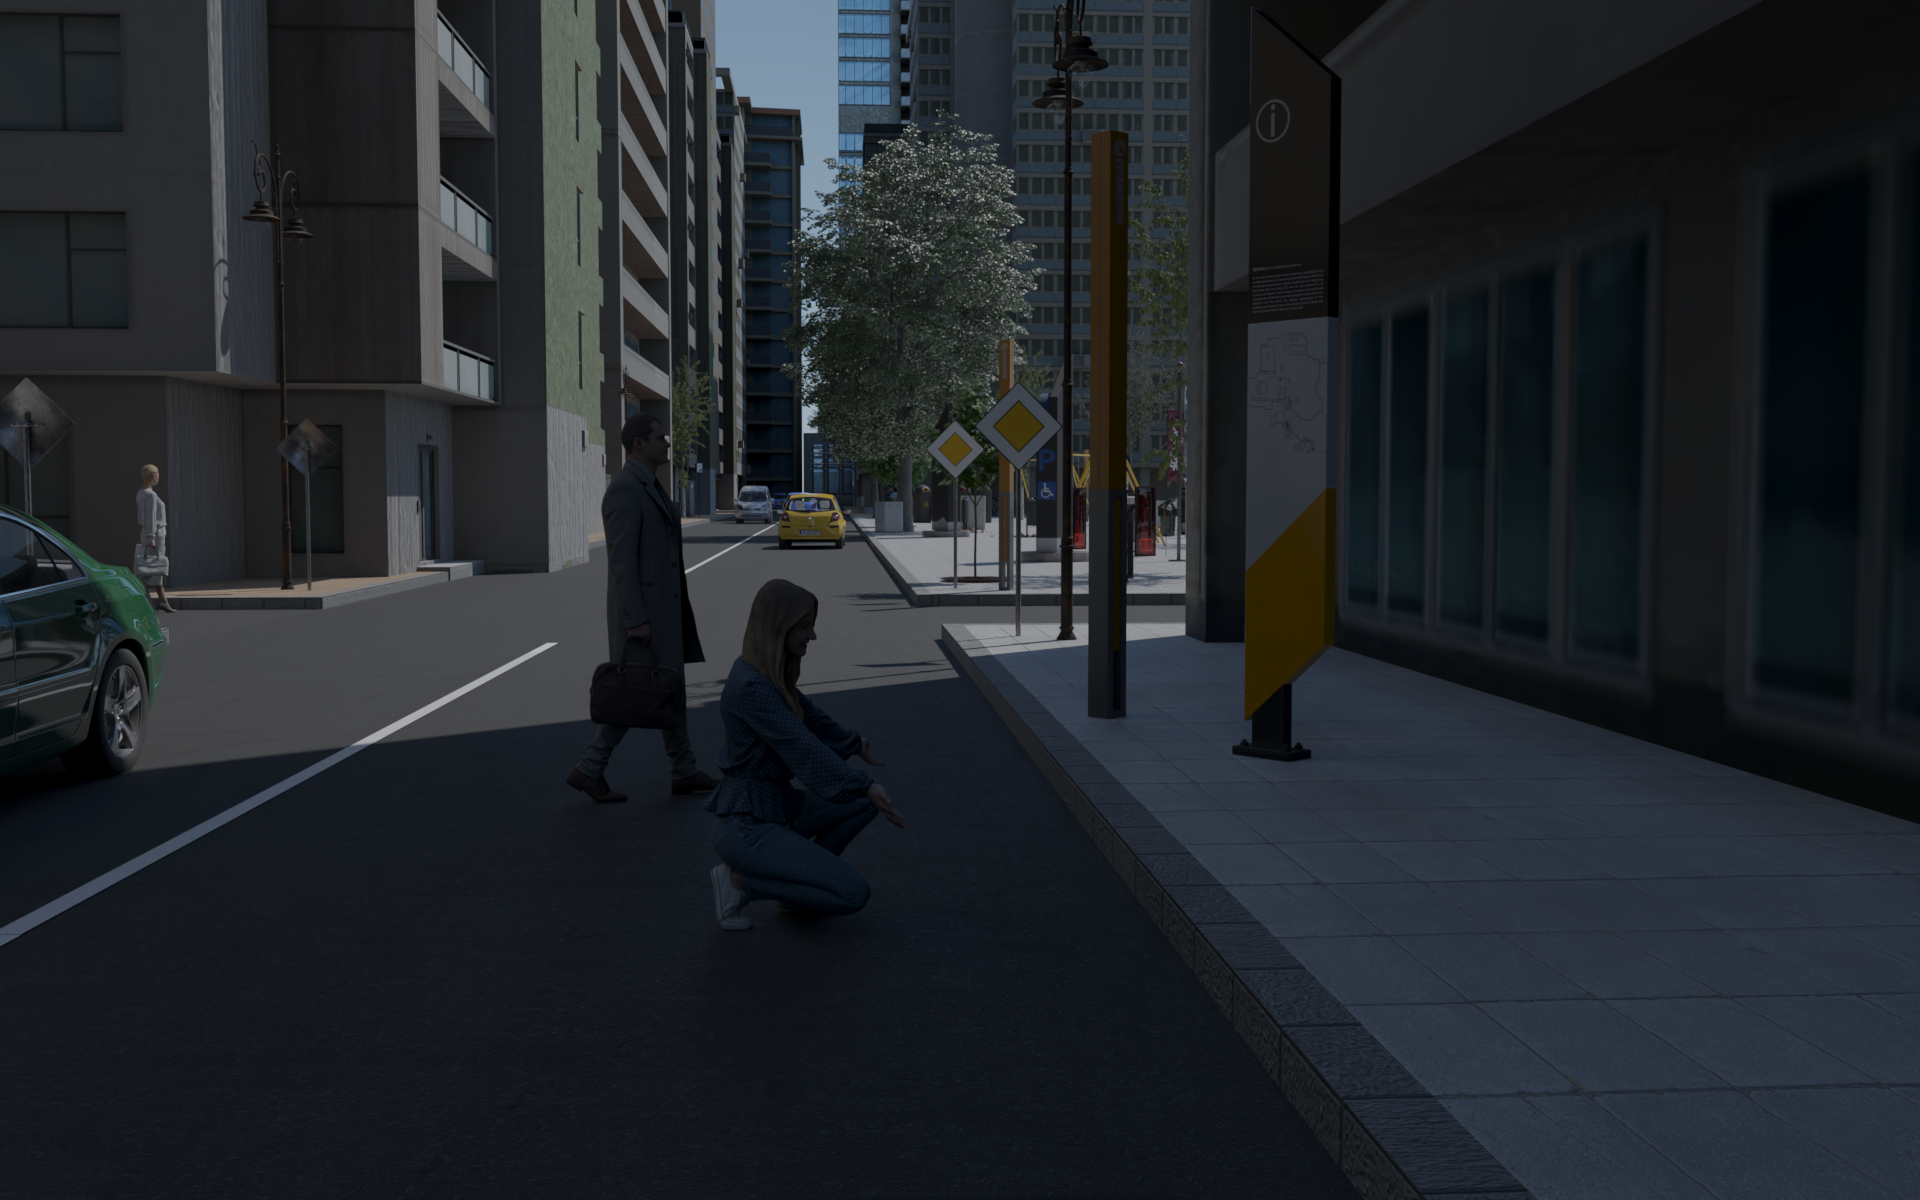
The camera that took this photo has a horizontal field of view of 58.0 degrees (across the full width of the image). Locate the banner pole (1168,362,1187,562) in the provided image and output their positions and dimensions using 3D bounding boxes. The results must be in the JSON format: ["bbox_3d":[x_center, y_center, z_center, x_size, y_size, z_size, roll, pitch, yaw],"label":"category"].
[{"bbox_3d":[4.303,-2.636,33.118,0.401,3.779,0.863,2,4,34],"label":"banner pole"}]

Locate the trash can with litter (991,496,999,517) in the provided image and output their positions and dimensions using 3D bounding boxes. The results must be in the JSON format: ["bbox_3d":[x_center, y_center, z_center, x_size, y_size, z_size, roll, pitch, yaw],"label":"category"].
[{"bbox_3d":[1.916,-5.281,97.738,0.624,1.170,1.055,3,4,38],"label":"trash can with litter"}]

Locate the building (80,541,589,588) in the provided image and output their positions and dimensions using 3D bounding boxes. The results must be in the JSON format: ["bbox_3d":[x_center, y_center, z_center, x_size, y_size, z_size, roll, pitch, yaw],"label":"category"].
[{"bbox_3d":[-14.354,-21.069,28.067,14.154,41.232,14.086,0,4,-4],"label":"building"}]

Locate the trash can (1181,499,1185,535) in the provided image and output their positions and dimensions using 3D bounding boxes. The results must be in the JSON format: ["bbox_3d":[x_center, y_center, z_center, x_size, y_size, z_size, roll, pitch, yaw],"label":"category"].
[{"bbox_3d":[7.204,-2.630,54.648,0.748,1.137,0.748,0,3,0],"label":"trash can"}]

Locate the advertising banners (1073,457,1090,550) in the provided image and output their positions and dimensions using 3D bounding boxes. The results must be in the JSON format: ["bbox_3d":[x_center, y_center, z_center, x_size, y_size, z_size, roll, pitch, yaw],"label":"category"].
[{"bbox_3d":[2.723,-2.683,40.055,2.074,3.025,0.090,-3,5,-40],"label":"advertising banners"}]

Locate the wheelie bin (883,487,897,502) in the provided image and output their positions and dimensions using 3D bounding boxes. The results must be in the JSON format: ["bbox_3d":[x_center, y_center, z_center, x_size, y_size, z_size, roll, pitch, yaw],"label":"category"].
[{"bbox_3d":[-3.153,-4.451,80.678,0.980,1.594,0.693,3,5,43],"label":"wheelie bin"}]

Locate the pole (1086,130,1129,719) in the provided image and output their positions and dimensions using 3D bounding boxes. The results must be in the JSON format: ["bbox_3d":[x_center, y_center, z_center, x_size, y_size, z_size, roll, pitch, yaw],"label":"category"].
[{"bbox_3d":[0.846,-0.980,9.872,0.158,3.312,0.155,0,3,0],"label":"pole"}]

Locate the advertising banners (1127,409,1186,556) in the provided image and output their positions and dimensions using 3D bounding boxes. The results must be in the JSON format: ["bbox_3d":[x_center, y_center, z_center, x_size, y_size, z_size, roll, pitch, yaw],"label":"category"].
[{"bbox_3d":[3.795,-2.416,35.684,2.074,3.025,0.090,-1,4,-20],"label":"advertising banners"}]

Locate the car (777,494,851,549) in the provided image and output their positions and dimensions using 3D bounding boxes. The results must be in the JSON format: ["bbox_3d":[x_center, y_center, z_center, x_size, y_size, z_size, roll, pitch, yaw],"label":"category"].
[{"bbox_3d":[-3.951,-2.222,46.549,2.015,1.641,3.980,0,4,-3],"label":"car"}]

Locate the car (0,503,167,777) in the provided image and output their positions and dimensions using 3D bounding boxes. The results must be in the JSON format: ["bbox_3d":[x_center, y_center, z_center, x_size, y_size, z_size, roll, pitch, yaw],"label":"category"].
[{"bbox_3d":[-5.084,0.265,7.459,2.131,1.459,4.920,0,4,-4],"label":"car"}]

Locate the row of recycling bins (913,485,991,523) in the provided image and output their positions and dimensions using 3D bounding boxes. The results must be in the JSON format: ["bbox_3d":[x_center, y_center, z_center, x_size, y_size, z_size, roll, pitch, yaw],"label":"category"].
[{"bbox_3d":[-0.355,-4.288,77.214,3.534,1.692,1.069,0,4,2],"label":"row of recycling bins"}]

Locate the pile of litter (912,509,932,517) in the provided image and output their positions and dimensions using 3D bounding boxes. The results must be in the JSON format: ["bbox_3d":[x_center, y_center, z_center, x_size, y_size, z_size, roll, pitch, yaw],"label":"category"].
[{"bbox_3d":[-1.845,-5.166,98.429,1.719,0.858,1.176,3,4,36],"label":"pile of litter"}]

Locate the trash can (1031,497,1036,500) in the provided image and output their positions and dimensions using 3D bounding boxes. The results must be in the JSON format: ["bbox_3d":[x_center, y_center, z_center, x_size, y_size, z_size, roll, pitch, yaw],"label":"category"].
[{"bbox_3d":[4.131,-5.256,97.589,0.748,1.137,0.748,0,3,0],"label":"trash can"}]

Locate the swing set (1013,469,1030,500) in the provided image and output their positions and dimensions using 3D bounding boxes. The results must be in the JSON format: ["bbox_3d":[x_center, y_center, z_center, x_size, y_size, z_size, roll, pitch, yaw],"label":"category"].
[{"bbox_3d":[3.633,-4.916,77.999,3.119,2.851,2.862,3,4,37],"label":"swing set"}]

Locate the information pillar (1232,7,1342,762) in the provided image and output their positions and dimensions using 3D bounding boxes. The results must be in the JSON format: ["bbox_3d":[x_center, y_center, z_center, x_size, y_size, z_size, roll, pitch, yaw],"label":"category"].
[{"bbox_3d":[1.578,-1.036,8.297,0.183,3.616,0.504,-3,5,-42],"label":"information pillar"}]

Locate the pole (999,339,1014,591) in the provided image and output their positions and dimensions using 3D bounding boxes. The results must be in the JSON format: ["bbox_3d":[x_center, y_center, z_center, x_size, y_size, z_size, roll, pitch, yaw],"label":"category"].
[{"bbox_3d":[0.615,-1.783,22.996,0.158,3.312,0.155,0,3,0],"label":"pole"}]

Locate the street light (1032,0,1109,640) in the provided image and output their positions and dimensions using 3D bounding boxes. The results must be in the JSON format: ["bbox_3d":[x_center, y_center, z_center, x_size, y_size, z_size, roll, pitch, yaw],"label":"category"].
[{"bbox_3d":[0.940,-2.587,15.090,0.468,5.910,1.993,0,4,-4],"label":"street light"}]

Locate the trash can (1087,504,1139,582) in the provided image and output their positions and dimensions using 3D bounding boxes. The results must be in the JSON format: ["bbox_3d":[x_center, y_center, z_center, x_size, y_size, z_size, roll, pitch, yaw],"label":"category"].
[{"bbox_3d":[2.227,-0.829,25.206,0.748,1.137,0.748,0,3,0],"label":"trash can"}]

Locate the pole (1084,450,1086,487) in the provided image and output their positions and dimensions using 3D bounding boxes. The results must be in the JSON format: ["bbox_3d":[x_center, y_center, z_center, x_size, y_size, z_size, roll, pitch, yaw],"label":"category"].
[{"bbox_3d":[5.815,-5.260,79.844,0.158,3.312,0.155,0,3,0],"label":"pole"}]

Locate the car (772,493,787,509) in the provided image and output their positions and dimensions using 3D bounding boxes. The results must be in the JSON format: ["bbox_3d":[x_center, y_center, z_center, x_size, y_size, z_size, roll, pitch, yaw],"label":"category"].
[{"bbox_3d":[-16.820,-9.296,161.581,1.945,1.707,3.694,0,4,-4],"label":"car"}]

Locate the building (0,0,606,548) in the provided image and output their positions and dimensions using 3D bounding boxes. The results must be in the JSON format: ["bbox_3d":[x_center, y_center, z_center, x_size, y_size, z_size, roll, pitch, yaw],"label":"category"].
[{"bbox_3d":[-18.442,-22.402,49.870,14.154,41.232,14.086,0,4,-4],"label":"building"}]

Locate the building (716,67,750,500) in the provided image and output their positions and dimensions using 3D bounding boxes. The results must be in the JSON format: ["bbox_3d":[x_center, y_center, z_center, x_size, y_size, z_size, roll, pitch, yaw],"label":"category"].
[{"bbox_3d":[-31.261,-28.364,155.632,23.993,40.220,32.217,0,4,-4],"label":"building"}]

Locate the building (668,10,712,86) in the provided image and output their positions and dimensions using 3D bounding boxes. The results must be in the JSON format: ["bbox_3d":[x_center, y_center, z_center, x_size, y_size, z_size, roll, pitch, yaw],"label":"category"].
[{"bbox_3d":[-22.357,-20.335,104.182,14.160,30.474,14.107,0,4,-4],"label":"building"}]

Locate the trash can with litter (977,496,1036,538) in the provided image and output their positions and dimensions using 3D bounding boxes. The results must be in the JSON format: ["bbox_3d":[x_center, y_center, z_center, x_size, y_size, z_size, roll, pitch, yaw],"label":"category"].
[{"bbox_3d":[1.947,-2.487,51.723,2.233,1.210,1.678,3,4,38],"label":"trash can with litter"}]

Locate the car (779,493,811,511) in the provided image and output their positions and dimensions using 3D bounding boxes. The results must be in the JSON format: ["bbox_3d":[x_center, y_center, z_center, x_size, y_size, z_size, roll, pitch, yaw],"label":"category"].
[{"bbox_3d":[-7.652,-4.470,82.668,1.945,1.707,3.694,0,4,-6],"label":"car"}]

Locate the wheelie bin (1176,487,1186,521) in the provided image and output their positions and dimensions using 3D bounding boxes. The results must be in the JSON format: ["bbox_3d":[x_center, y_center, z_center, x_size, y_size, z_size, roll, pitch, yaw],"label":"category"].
[{"bbox_3d":[10.172,-4.271,77.734,0.980,1.594,0.693,1,4,9],"label":"wheelie bin"}]

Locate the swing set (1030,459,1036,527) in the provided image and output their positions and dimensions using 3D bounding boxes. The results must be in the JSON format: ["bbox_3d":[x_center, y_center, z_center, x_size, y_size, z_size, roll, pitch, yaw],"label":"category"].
[{"bbox_3d":[4.898,-4.342,68.608,2.862,2.851,3.119,2,4,31],"label":"swing set"}]

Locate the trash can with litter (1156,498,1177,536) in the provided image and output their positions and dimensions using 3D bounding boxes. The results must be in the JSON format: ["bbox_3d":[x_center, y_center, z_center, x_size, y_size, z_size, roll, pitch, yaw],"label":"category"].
[{"bbox_3d":[6.052,-2.511,52.435,1.055,1.170,0.624,3,4,36],"label":"trash can with litter"}]

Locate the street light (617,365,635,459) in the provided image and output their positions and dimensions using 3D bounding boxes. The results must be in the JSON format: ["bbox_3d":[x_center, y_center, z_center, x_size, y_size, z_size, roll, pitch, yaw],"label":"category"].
[{"bbox_3d":[-11.974,-5.471,62.245,0.468,5.910,1.993,0,4,-4],"label":"street light"}]

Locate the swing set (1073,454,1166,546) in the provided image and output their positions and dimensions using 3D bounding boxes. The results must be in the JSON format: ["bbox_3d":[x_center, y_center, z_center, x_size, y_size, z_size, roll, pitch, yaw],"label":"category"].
[{"bbox_3d":[3.714,-2.821,43.751,2.862,2.851,3.119,0,4,3],"label":"swing set"}]

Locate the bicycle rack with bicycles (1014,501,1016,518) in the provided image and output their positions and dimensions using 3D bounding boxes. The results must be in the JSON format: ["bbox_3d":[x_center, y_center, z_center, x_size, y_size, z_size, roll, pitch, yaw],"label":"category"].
[{"bbox_3d":[3.381,-4.834,92.415,2.852,0.926,2.925,2,4,30],"label":"bicycle rack with bicycles"}]

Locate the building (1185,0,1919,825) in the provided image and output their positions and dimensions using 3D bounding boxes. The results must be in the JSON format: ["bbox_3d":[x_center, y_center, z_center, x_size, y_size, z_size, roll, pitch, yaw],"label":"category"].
[{"bbox_3d":[13.444,-23.298,4.625,21.300,48.544,21.600,0,4,-4],"label":"building"}]

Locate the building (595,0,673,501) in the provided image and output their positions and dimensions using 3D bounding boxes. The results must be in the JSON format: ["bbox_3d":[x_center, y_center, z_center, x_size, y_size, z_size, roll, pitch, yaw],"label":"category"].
[{"bbox_3d":[-24.405,-27.607,75.073,21.300,48.544,21.600,0,4,-4],"label":"building"}]

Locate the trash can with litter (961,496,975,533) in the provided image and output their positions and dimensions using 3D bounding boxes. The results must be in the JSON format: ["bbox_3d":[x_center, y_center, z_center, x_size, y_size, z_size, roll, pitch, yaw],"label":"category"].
[{"bbox_3d":[0.331,-2.852,57.690,1.678,1.210,2.233,1,4,8],"label":"trash can with litter"}]

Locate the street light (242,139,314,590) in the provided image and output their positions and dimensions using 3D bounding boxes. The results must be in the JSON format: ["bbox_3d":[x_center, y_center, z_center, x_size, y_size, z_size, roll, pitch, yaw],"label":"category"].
[{"bbox_3d":[-9.032,-3.076,23.085,0.468,5.910,1.993,0,4,-4],"label":"street light"}]
